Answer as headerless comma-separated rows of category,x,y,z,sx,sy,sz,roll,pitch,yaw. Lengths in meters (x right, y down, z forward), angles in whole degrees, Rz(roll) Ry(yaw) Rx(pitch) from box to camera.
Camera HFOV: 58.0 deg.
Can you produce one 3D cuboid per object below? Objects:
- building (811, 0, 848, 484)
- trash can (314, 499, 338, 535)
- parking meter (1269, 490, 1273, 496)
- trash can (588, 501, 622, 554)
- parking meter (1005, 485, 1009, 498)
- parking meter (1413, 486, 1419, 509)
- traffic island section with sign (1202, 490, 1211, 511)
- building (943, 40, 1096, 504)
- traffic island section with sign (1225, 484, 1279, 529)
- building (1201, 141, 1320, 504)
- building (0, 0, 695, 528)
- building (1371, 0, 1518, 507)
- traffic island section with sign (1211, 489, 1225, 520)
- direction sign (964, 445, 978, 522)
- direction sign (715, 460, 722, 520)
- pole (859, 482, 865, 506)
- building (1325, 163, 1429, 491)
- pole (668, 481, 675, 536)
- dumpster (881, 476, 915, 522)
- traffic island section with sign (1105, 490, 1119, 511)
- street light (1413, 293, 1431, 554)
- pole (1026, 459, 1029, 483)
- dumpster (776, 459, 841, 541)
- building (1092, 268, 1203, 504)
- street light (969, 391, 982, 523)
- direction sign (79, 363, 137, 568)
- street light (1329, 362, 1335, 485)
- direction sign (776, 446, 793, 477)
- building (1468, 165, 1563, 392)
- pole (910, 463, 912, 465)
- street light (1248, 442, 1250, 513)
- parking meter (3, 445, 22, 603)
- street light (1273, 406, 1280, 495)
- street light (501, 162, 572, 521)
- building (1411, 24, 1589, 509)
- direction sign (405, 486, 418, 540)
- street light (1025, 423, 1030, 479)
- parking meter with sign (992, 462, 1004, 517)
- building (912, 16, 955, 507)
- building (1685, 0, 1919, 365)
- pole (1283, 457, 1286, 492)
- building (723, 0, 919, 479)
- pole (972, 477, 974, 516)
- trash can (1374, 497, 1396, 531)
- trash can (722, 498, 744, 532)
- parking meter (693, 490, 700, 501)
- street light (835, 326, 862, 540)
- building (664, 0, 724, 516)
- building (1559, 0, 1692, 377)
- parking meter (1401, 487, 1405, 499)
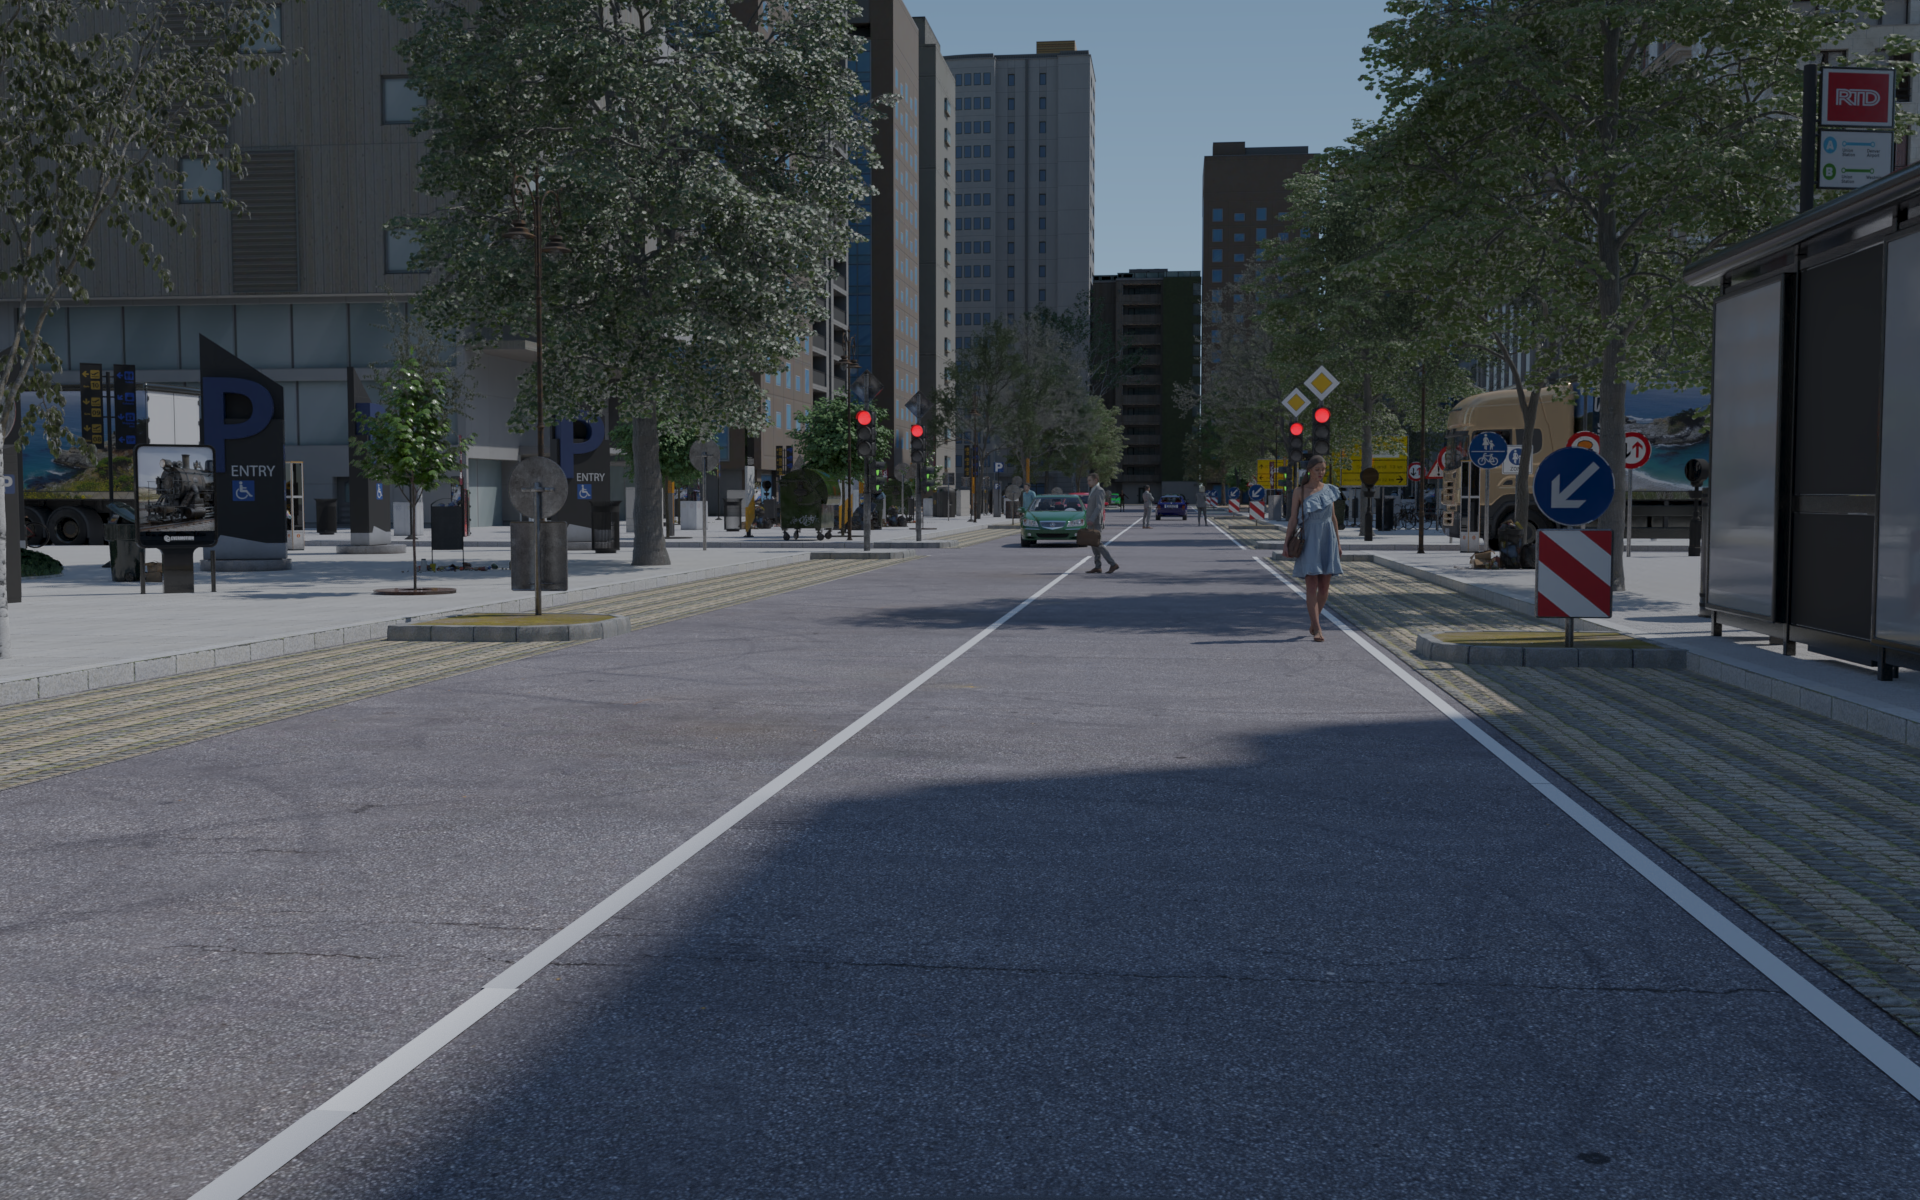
building,-17.468,-42.575,134.357,20.563,71.187,20.611,0,4,7
trash can,-19.962,-2.625,54.569,0.748,1.137,0.748,0,3,0
parking meter,19.097,-6.155,106.343,0.255,1.863,0.399,1,4,9
trash can,-7.685,-1.584,37.546,0.748,1.137,0.748,0,3,0
parking meter,3.027,-6.259,108.050,0.399,1.863,0.255,3,4,36
parking meter,31.320,-6.928,118.978,0.399,1.863,0.255,2,4,29
traffic island section with sign,21.411,-8.452,146.825,1.989,1.847,2.006,0,4,7
building,3.661,-42.086,230.106,28.212,58.520,21.231,0,4,7
traffic island section with sign,11.972,-3.795,70.681,1.989,1.847,2.006,0,4,7
building,38.282,-35.024,222.749,14.200,45.320,14.600,0,4,7
building,-27.822,-29.794,76.375,28.713,52.752,27.495,0,4,7
building,51.748,-51.908,161.372,22.319,86.520,31.000,0,4,7
traffic island section with sign,15.306,-5.440,97.573,1.989,1.847,2.006,0,4,7
direction sign,0.515,-5.381,79.975,0.876,3.537,0.379,3,5,44
direction sign,-11.873,-5.696,85.133,0.379,3.537,0.876,0,4,2
pole,-3.752,-4.396,65.724,0.158,3.312,0.155,0,3,0
building,60.126,-34.821,223.942,28.867,44.769,22.147,0,4,7
pole,-8.809,-3.604,52.771,0.158,3.312,0.155,0,3,0
dumpster,-2.831,-4.792,80.842,1.502,2.255,1.985,0,4,7
traffic island section with sign,15.070,-10.174,174.974,1.989,1.847,2.006,0,4,7
street light,9.943,-3.939,37.184,0.468,5.910,1.993,0,4,7
pole,3.904,-6.474,99.688,0.158,3.312,0.155,0,3,0
dumpster,-4.225,-2.793,48.161,1.502,2.255,1.985,0,4,7
building,24.257,-27.732,225.113,14.107,30.474,14.160,0,4,7
street light,0.680,-6.405,77.507,0.468,5.910,1.993,0,4,7
direction sign,-14.802,-2.335,30.179,0.876,3.537,0.379,-3,4,-36
street light,12.694,-5.289,59.269,0.468,5.910,1.993,0,4,7
direction sign,-8.192,-5.439,80.929,0.876,3.537,0.379,1,4,21
building,39.613,-16.141,105.712,13.314,21.916,24.055,0,4,7
pole,-3.150,-7.276,112.798,0.158,3.312,0.155,0,3,0
street light,19.902,-8.942,118.994,0.468,5.910,1.993,0,4,7
parking meter,-11.276,-0.893,20.313,0.255,1.863,0.399,1,4,20
street light,16.361,-7.143,89.570,0.468,5.910,1.993,0,4,7
street light,-5.965,-3.168,24.586,0.468,5.910,1.993,0,4,7
building,52.404,-27.065,134.391,32.217,40.220,23.993,0,4,7
direction sign,-15.489,-3.474,48.799,0.379,3.537,0.876,-2,4,-27
street light,4.250,-8.204,106.928,0.468,5.910,1.993,0,4,7
parking meter with sign,2.059,-6.085,95.744,0.543,3.016,1.738,0,4,-4
building,-12.231,-33.734,175.245,21.600,48.544,21.300,0,4,7
building,35.867,-12.612,60.950,16.860,20.320,10.420,0,4,7
pole,17.695,-6.153,94.452,0.158,3.312,0.155,0,3,0
building,-11.486,-30.691,151.913,14.600,45.320,14.200,0,4,7
pole,0.744,-6.578,101.389,0.158,3.312,0.155,0,3,0
trash can,14.736,-2.964,60.116,0.748,1.137,0.748,0,3,0
trash can,-7.776,-2.912,59.266,0.748,1.137,0.748,0,3,0
parking meter,-14.750,-5.424,97.096,0.372,1.533,0.369,0,3,0
street light,-3.058,-4.588,47.798,0.468,5.910,1.993,0,4,7
building,-17.260,-27.827,105.088,14.600,45.320,14.200,0,4,7
building,37.065,-17.991,81.537,14.401,28.519,23.554,0,4,7
parking meter,27.008,-6.131,105.949,0.399,1.863,0.255,2,4,32
